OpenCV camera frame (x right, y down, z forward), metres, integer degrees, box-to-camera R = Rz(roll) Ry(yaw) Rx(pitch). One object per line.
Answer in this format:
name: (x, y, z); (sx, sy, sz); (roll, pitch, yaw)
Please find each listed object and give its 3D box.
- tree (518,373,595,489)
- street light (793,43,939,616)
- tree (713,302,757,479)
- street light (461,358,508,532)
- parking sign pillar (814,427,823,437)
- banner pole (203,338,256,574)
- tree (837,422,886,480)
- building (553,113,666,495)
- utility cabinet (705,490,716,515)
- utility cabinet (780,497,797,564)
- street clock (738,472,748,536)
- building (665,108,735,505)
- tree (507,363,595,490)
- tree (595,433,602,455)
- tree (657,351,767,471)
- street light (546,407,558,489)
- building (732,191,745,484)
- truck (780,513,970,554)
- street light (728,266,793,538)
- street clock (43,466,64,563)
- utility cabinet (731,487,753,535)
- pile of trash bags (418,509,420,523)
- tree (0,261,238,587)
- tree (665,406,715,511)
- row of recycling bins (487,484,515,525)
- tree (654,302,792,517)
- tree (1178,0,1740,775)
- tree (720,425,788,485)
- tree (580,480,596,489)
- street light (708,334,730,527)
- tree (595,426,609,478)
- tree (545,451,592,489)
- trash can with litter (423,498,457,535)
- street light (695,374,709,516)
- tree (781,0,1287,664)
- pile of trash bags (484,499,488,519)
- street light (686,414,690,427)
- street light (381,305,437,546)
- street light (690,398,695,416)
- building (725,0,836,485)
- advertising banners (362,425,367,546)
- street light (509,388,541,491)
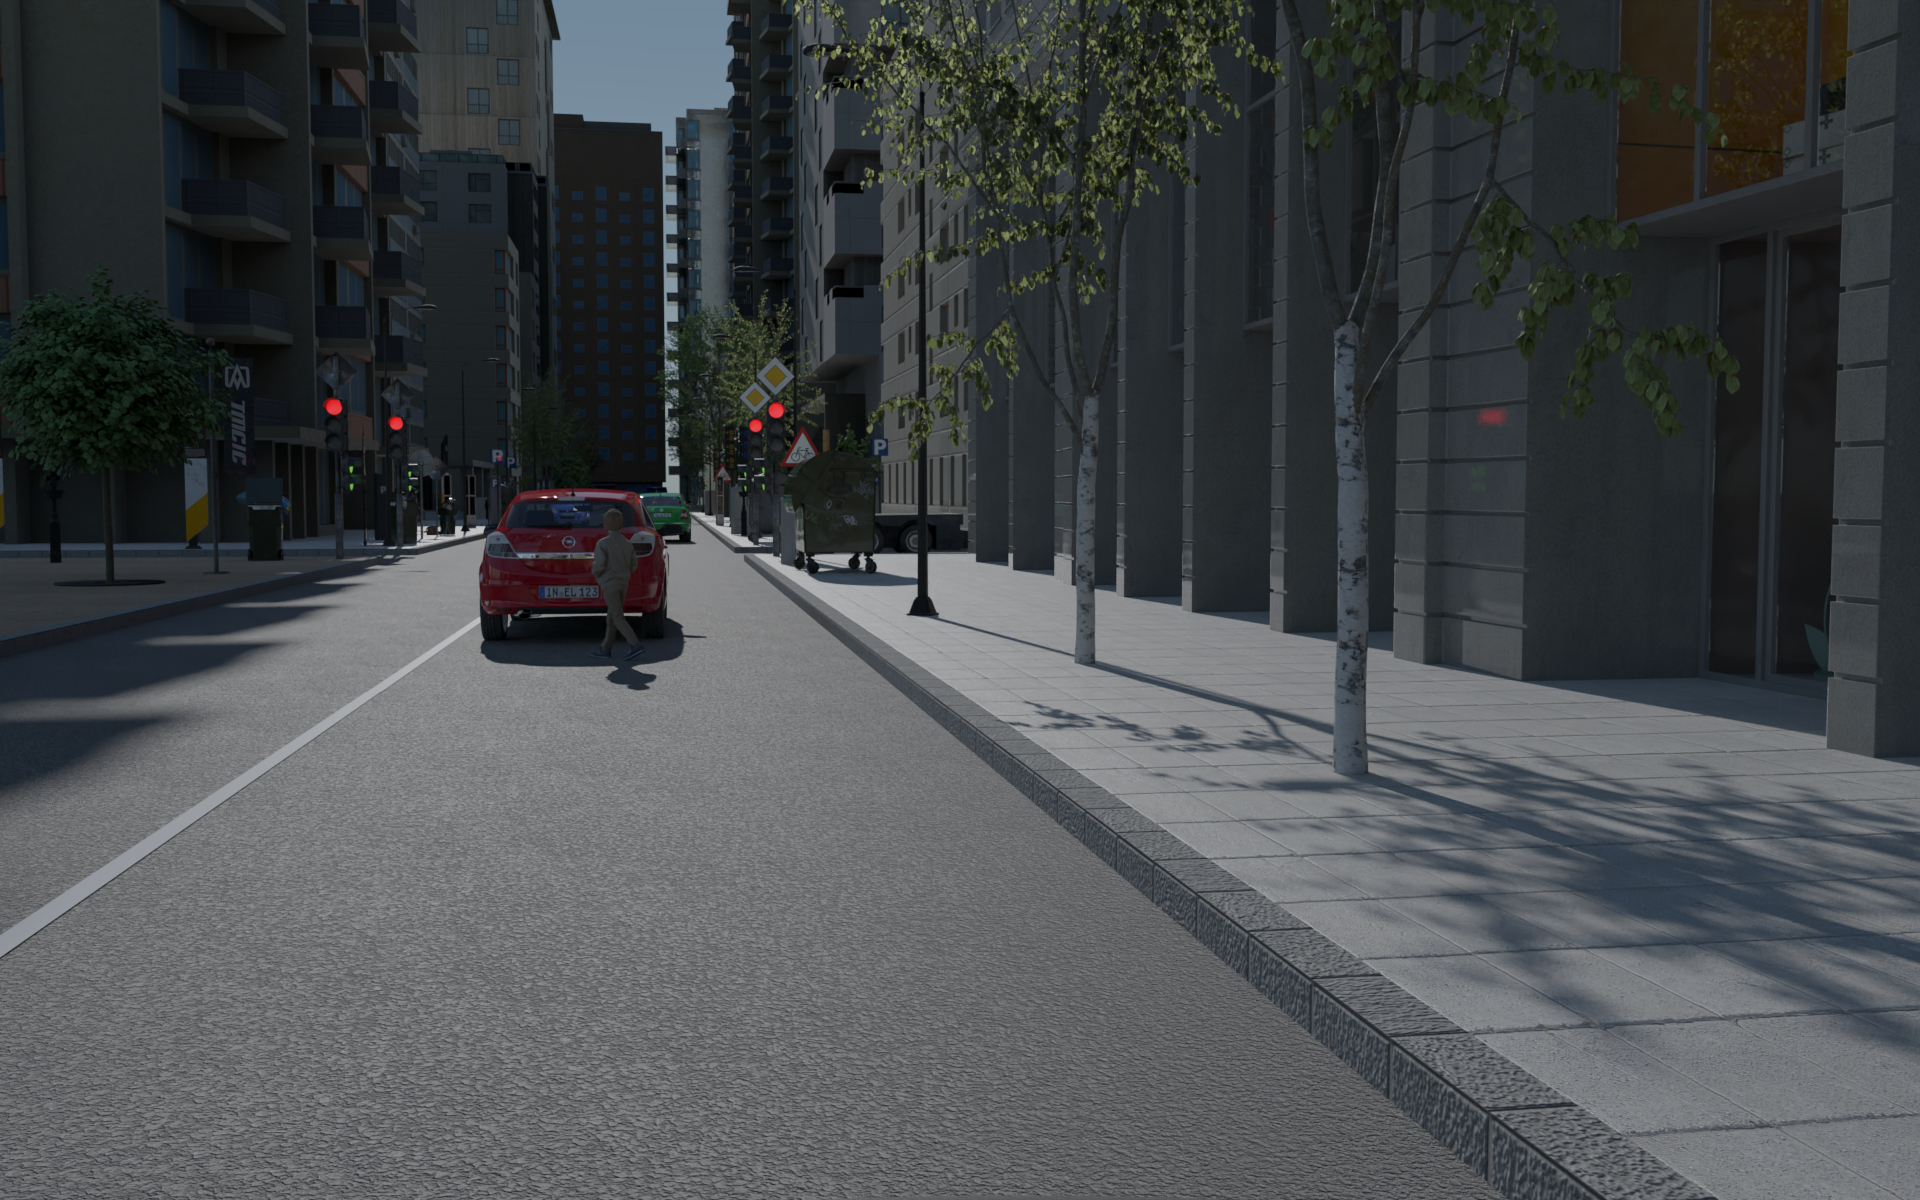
tree: (-24.718, -9.436, 104.642); (4.360, 8.622, 3.978); (0, 3, 0)
street light: (-0.929, -2.787, 18.113); (1.470, 5.913, 1.316); (-1, 4, -10)
tree: (-7.202, -6.913, 63.390); (4.360, 8.622, 3.978); (0, 3, 0)
street light: (-16.448, -5.310, 59.364); (1.470, 5.913, 1.316); (-1, 4, -10)
parking sign pillar: (-5.758, -5.007, 70.337); (1.447, 3.967, 1.447); (-2, 4, -27)
banner pole: (-11.794, -2.320, 27.941); (0.863, 3.779, 0.401); (-2, 4, -29)
tree: (-3.069, -3.197, 46.865); (1.663, 3.219, 1.824); (0, 3, 0)
building: (-42.685, -34.115, 207.885); (14.200, 45.320, 14.600); (-1, 4, -10)
utility cabinet: (-14.887, -5.783, 103.227); (0.318, 1.500, 1.173); (1, 4, 13)
utility cabinet: (-3.163, -1.281, 32.101); (0.306, 1.237, 1.020); (0, 4, -5)
street clock: (-6.649, -2.979, 53.270); (0.358, 2.002, 0.471); (0, 4, -7)
building: (-21.149, -36.476, 215.983); (30.456, 49.044, 23.786); (-1, 4, -10)
tree: (-23.675, -9.045, 98.250); (4.737, 8.622, 4.395); (0, 3, 0)
tree: (-30.556, -11.380, 136.430); (4.737, 8.622, 4.395); (0, 3, 0)
tree: (-15.550, -10.736, 109.939); (7.601, 10.594, 8.767); (0, 4, 4)
street light: (-22.145, -7.334, 92.458); (1.470, 5.913, 1.316); (-1, 4, -10)
building: (-14.433, -23.979, 163.756); (14.160, 30.474, 14.107); (-1, 4, -10)
truck: (5.217, -3.105, 40.529); (18.799, 4.110, 2.967); (-1, 4, -9)
street light: (-3.918, -3.852, 35.528); (1.470, 5.913, 1.316); (-1, 4, -10)
street clock: (-16.876, -1.694, 32.270); (0.358, 2.002, 0.471); (-2, 4, -26)
utility cabinet: (-6.578, -2.784, 54.193); (1.173, 1.500, 0.318); (-2, 4, -31)
pile of trash bags: (-26.001, -4.159, 77.745); (3.447, 1.369, 1.912); (-1, 4, -20)
tree: (-12.202, -2.501, 24.599); (4.285, 4.588, 4.351); (0, 3, 0)
tree: (-20.042, -11.098, 131.813); (4.737, 8.622, 4.395); (0, 3, 0)
row of recycling bins: (-19.244, -4.004, 72.574); (1.069, 1.692, 3.534); (-1, 4, -10)
tree: (-13.064, -10.376, 95.401); (9.928, 11.665, 9.643); (0, 3, 0)
tree: (1.831, -3.494, 7.493); (4.737, 8.622, 4.395); (0, 3, 0)
tree: (-9.167, -5.707, 77.017); (4.285, 4.588, 4.351); (0, 3, 0)
tree: (-39.760, -11.710, 186.064); (1.663, 3.219, 1.824); (0, 3, 0)
street light: (-6.497, -4.773, 50.577); (1.470, 5.913, 1.316); (-1, 4, -10)
tree: (-37.308, -13.645, 173.459); (4.360, 8.622, 3.978); (0, 3, 0)
tree: (-28.282, -8.632, 124.846); (4.285, 4.588, 4.351); (0, 3, 0)
trash can with litter: (-16.243, -2.611, 54.071); (1.055, 1.170, 0.624); (1, 4, 10)
street light: (-9.395, -5.793, 67.256); (1.470, 5.913, 1.316); (-1, 4, -10)
tree: (0.862, -3.838, 13.112); (4.360, 8.622, 3.978); (0, 3, 0)
pile of trash bags: (-23.167, -4.781, 87.921); (1.912, 1.369, 3.447); (-2, 4, -23)
street light: (-15.100, -7.848, 100.848); (1.470, 5.913, 1.316); (-1, 4, -10)
street light: (-13.523, -4.282, 42.556); (1.470, 5.913, 1.316); (-1, 4, -10)
street light: (-12.180, -6.805, 83.808); (1.470, 5.913, 1.316); (-1, 4, -10)
building: (-7.747, -29.816, 142.115); (22.147, 44.769, 28.867); (-1, 4, -10)
advertising banners: (-14.868, -2.877, 43.226); (0.090, 3.025, 2.074); (-1, 4, -18)
street light: (-19.319, -6.322, 75.913); (1.470, 5.913, 1.316); (-1, 4, -10)
